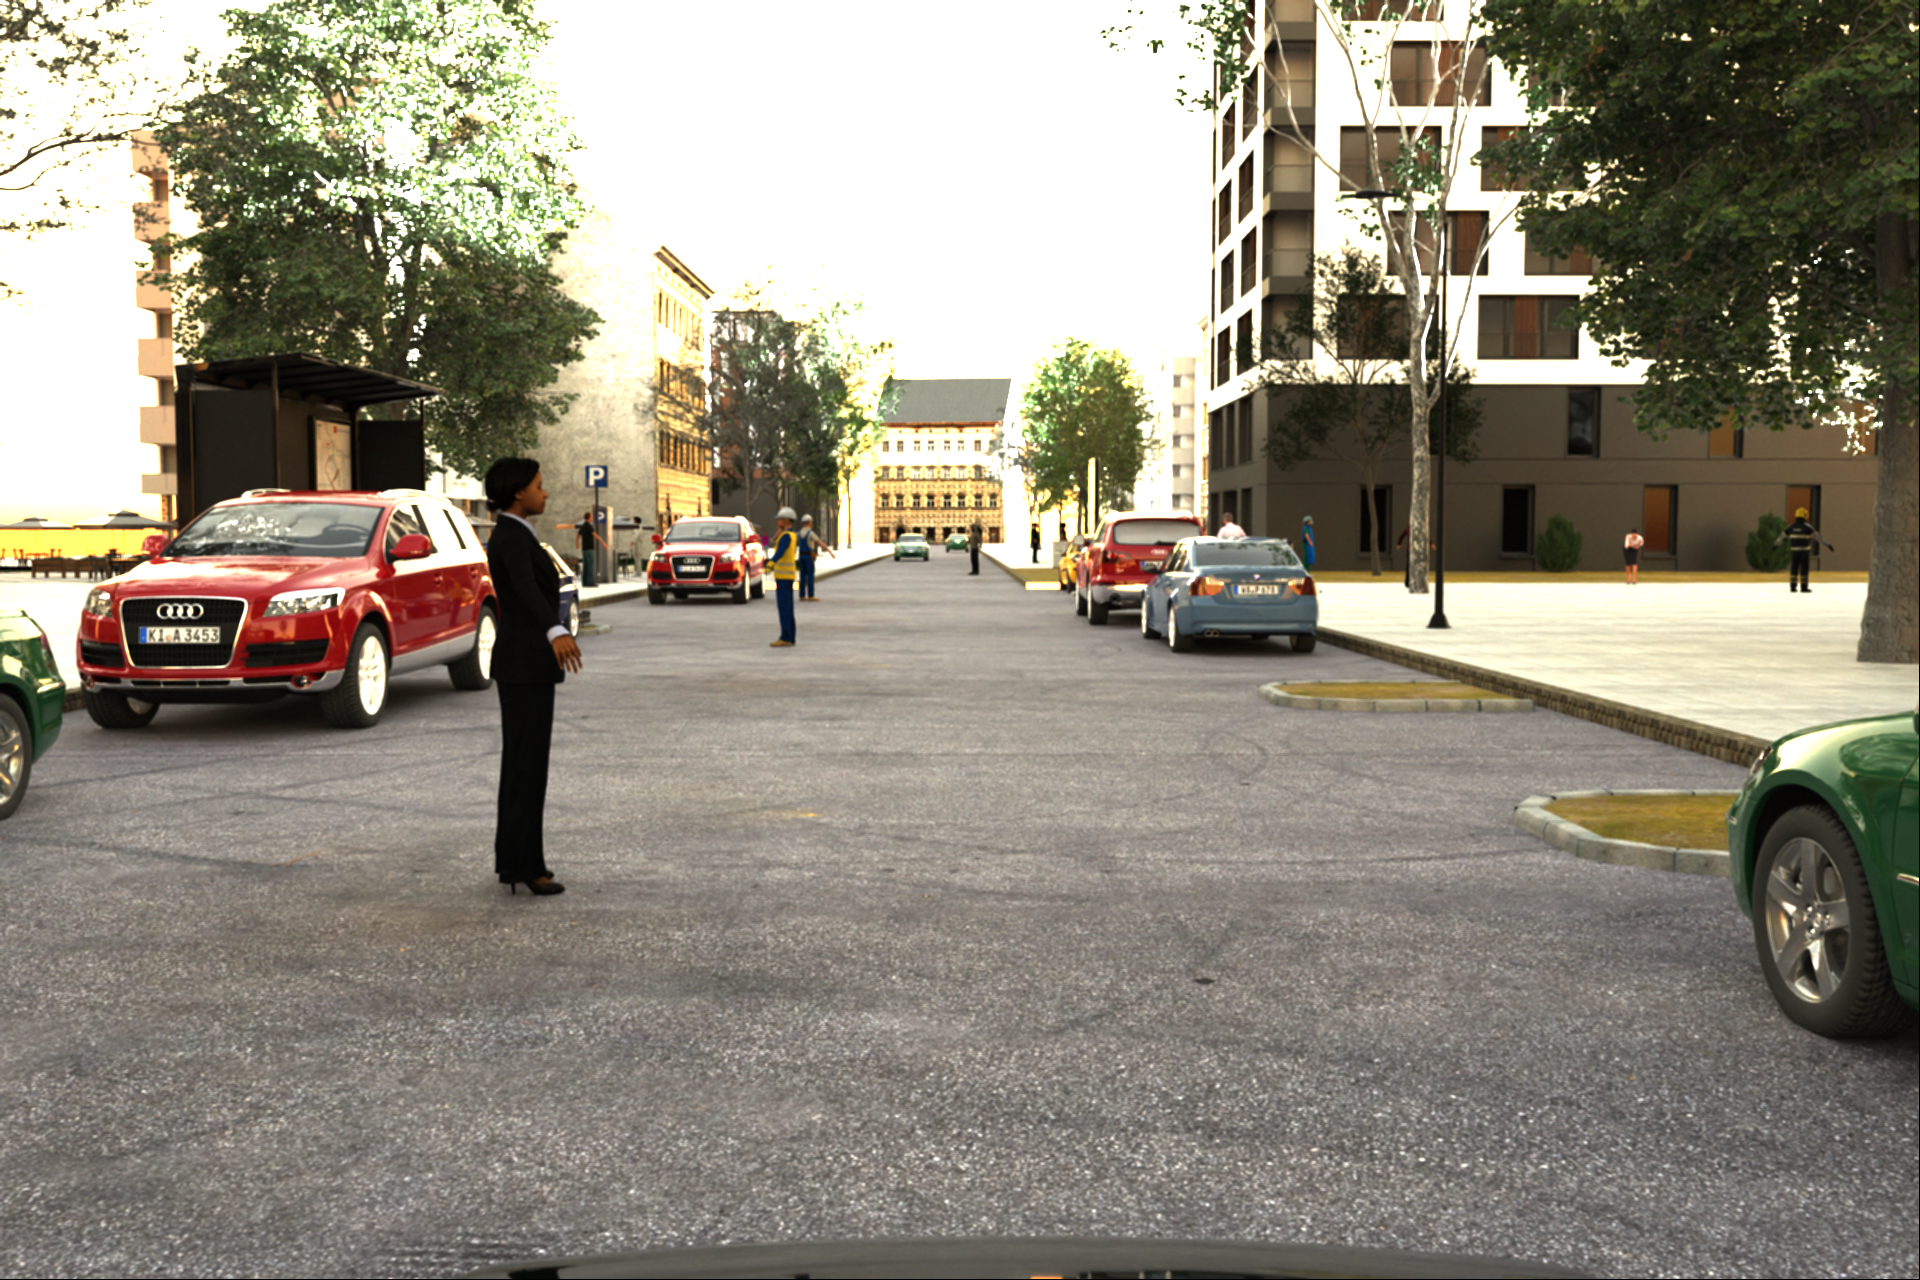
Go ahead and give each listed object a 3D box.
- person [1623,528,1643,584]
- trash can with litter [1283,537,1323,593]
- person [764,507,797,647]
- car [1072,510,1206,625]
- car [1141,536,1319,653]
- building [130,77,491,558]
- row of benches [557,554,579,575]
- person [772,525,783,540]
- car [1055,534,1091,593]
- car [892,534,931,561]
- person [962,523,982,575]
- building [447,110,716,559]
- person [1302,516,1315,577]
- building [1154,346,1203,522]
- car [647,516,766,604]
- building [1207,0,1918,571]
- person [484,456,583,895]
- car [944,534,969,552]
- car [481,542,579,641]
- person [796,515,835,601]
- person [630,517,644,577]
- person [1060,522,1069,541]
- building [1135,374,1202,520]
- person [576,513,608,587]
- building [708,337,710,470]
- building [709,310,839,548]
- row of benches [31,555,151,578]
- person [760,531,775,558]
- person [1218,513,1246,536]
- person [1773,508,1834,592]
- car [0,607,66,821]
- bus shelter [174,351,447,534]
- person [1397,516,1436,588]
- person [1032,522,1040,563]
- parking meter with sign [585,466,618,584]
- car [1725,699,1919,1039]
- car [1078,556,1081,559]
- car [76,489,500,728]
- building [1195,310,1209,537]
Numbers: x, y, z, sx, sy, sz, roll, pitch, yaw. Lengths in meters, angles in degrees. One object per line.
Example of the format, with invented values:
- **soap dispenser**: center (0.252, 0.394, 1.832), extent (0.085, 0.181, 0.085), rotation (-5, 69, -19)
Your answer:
- **person**: center (17.185, -2.145, 44.304), extent (0.628, 1.438, 0.799), rotation (-1, 4, -16)
- **trash can with litter**: center (7.073, -1.625, 37.634), extent (1.678, 1.210, 2.233), rotation (0, 4, -1)
- **person**: center (-2.314, -0.812, 22.190), extent (0.721, 1.772, 1.216), rotation (0, 4, 7)
- **car**: center (3.051, -1.237, 28.891), extent (2.281, 1.827, 5.304), rotation (0, 4, 0)
- **car**: center (3.403, -0.627, 22.251), extent (2.014, 1.417, 4.499), rotation (0, 4, -1)
- **building**: center (-28.229, -13.256, 73.149), extent (16.016, 20.090, 11.380), rotation (0, 4, -1)
- **row of benches**: center (-13.960, -2.352, 53.914), extent (4.104, 0.672, 1.422), rotation (0, 4, 7)
- **person**: center (-8.277, -4.387, 78.522), extent (0.721, 1.733, 1.217), rotation (1, 4, 19)
- **car**: center (3.418, -2.023, 43.295), extent (2.015, 1.641, 3.980), rotation (0, 4, -1)
- **car**: center (-2.596, -4.971, 93.077), extent (2.131, 1.459, 4.920), rotation (0, 4, -1)
- **person**: center (0.489, -3.203, 60.960), extent (0.705, 1.813, 1.348), rotation (-2, 4, -27)
- **building**: center (-24.993, -16.403, 99.121), extent (19.493, 23.208, 18.063), rotation (0, 4, 1)
- **person**: center (10.398, -2.784, 51.649), extent (0.704, 1.817, 1.347), rotation (1, 4, 10)
- **building**: center (24.878, -19.489, 175.063), extent (16.016, 20.090, 11.380), rotation (0, 4, 0)
- **car**: center (-5.365, -1.742, 37.155), extent (2.281, 1.827, 5.304), rotation (0, 4, 0)
- **building**: center (24.392, -14.138, 75.134), extent (27.936, 21.610, 32.646), rotation (0, 3, 0)
- **person**: center (-1.686, 0.134, 6.995), extent (0.721, 1.740, 1.216), rotation (-1, 4, -21)
- **car**: center (-0.195, -7.630, 136.548), extent (2.131, 1.459, 4.920), rotation (0, 4, 0)
- **car**: center (-6.010, -0.567, 21.848), extent (1.945, 1.354, 3.894), rotation (0, 4, 0)
- **person**: center (-3.252, -1.757, 37.037), extent (1.347, 1.847, 0.705), rotation (2, 4, 34)
- **person**: center (-9.771, -2.823, 52.337), extent (0.705, 1.806, 1.347), rotation (0, 4, -4)
- **person**: center (4.700, -4.385, 77.844), extent (0.704, 1.843, 1.345), rotation (1, 4, 12)
- **building**: center (25.783, -21.204, 203.105), extent (16.016, 20.090, 11.380), rotation (0, 4, 0)
- **person**: center (-8.985, -2.187, 41.980), extent (0.705, 1.803, 1.348), rotation (-3, 5, -44)
- **building**: center (-28.429, -17.874, 123.171), extent (19.493, 23.208, 18.063), rotation (0, 3, 0)
- **building**: center (-27.199, -20.221, 174.594), extent (27.936, 21.610, 32.646), rotation (0, 4, 0)
- **row of benches**: center (-25.063, -2.148, 50.583), extent (4.104, 0.672, 1.422), rotation (1, 4, 10)
- **person**: center (-8.571, -4.087, 76.081), extent (0.991, 1.433, 0.599), rotation (-1, 4, -15)
- **person**: center (5.547, -1.753, 35.641), extent (0.756, 1.711, 0.436), rotation (-1, 4, -11)
- **person**: center (18.549, -1.983, 38.193), extent (0.704, 1.858, 1.351), rotation (-3, 4, -36)
- **car**: center (-5.681, 0.278, 7.249), extent (2.131, 1.459, 4.920), rotation (0, 3, 0)
- **bus shelter**: center (-9.294, -2.089, 25.440), extent (1.731, 3.624, 6.357), rotation (0, 4, 0)
- **person**: center (10.807, -2.098, 41.104), extent (0.721, 1.729, 1.215), rotation (-2, 4, -30)
- **person**: center (3.377, -4.333, 77.037), extent (0.705, 1.806, 1.347), rotation (1, 4, 10)
- **parking meter with sign**: center (-9.272, -2.984, 45.046), extent (0.543, 3.016, 1.738), rotation (0, 4, -1)
- **car**: center (3.373, 0.503, 3.573), extent (2.131, 1.459, 4.920), rotation (0, 4, -2)
- **car**: center (3.544, -1.497, 37.056), extent (1.945, 1.354, 3.894), rotation (0, 4, -1)
- **car**: center (-5.349, -0.354, 14.457), extent (2.281, 1.827, 5.304), rotation (0, 3, 0)
- **building**: center (26.538, -17.383, 115.149), extent (19.493, 23.208, 18.063), rotation (0, 4, 0)
